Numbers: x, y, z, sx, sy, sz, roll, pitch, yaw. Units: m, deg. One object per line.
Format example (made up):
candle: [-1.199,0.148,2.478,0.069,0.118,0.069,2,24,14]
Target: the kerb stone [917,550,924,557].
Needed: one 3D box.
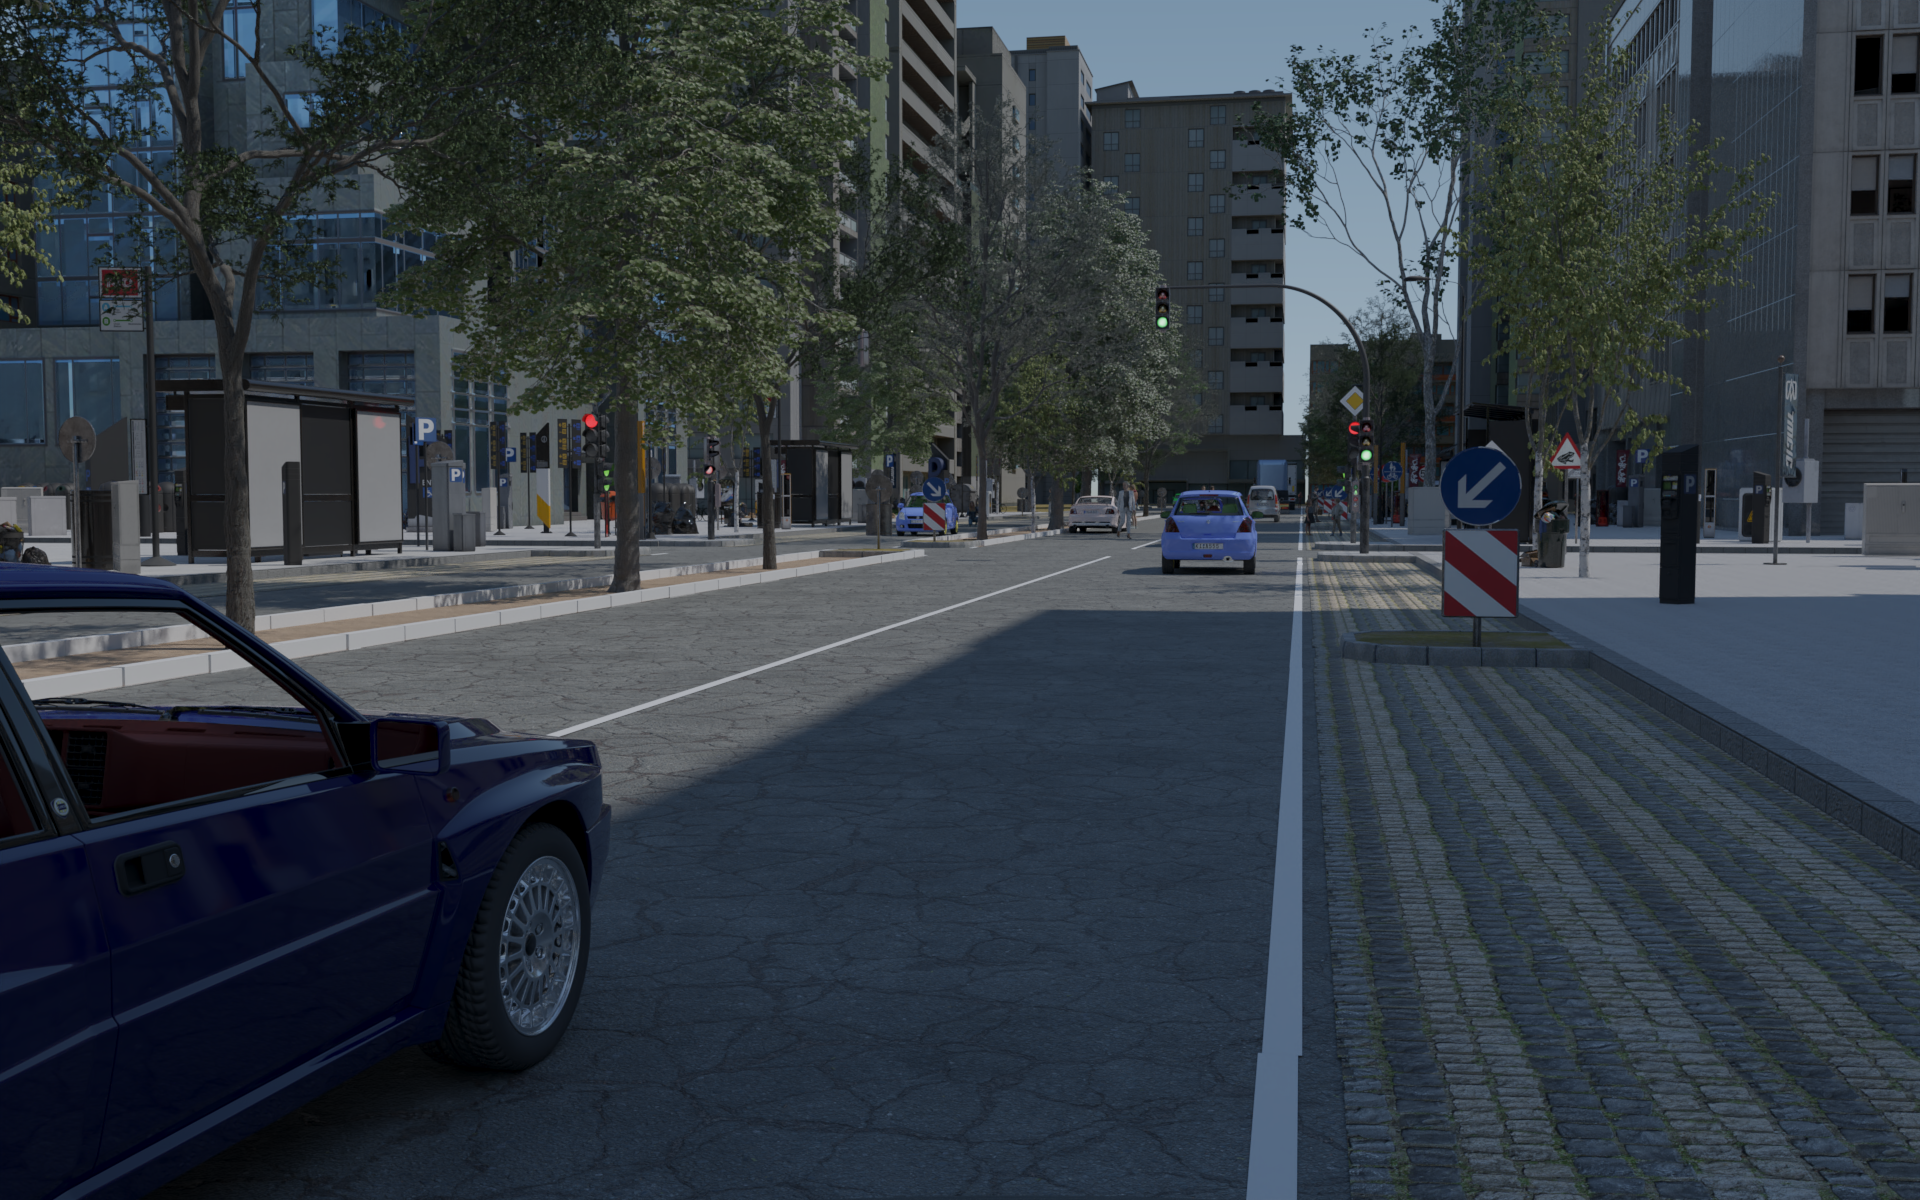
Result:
kerb stone: [-0.981,-1.057,39.476,0.120,0.150,1.000,1,4,11]

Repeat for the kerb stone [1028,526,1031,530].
kerb stone: [2.627,-2.839,68.615,0.120,0.150,1.000,1,4,11]

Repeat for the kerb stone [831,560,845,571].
kerb stone: [-2.382,-0.626,32.436,0.120,0.150,1.000,1,4,11]

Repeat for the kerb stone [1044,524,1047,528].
kerb stone: [3.428,-3.084,72.630,0.120,0.150,1.000,1,4,11]

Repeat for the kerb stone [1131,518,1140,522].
kerb stone: [9.263,-4.231,91.379,0.120,0.150,1.000,1,4,11]

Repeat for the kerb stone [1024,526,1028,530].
kerb stone: [2.433,-2.778,67.611,0.120,0.150,1.000,1,4,11]

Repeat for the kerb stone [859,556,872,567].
kerb stone: [-1.988,-0.749,34.452,0.120,0.150,1.000,1,4,11]

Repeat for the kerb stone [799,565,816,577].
kerb stone: [-2.779,-0.496,30.429,0.120,0.150,1.000,1,4,11]

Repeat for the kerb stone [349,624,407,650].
kerb stone: [-5.555,0.357,16.357,0.120,0.150,1.000,1,4,11]

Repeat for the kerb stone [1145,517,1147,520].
kerb stone: [10.059,-4.478,95.408,0.120,0.150,1.000,1,4,11]

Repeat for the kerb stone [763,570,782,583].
kerb stone: [-3.169,-0.381,28.421,0.120,0.150,1.000,1,4,11]

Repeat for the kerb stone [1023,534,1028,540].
kerb stone: [1.902,-1.953,54.128,0.120,0.150,1.000,1,4,11]

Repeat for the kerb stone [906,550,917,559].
kerb stone: [-1.186,-0.992,38.470,0.120,0.150,1.000,1,4,11]

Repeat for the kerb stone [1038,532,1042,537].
kerb stone: [2.500,-2.139,57.162,0.120,0.150,1.000,1,4,11]

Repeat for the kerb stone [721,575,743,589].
kerb stone: [-3.572,-0.258,26.417,0.120,0.150,1.000,1,4,11]

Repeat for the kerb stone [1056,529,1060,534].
kerb stone: [3.300,-2.383,61.190,0.120,0.150,1.000,1,4,11]

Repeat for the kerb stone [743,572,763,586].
kerb stone: [-3.373,-0.320,27.420,0.120,0.150,1.000,1,4,11]

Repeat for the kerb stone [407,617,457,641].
kerb stone: [-5.361,0.295,17.364,0.120,0.150,1.000,1,4,11]

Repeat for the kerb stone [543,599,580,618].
kerb stone: [-4.769,0.111,20.381,0.120,0.150,1.000,1,4,11]

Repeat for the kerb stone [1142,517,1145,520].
kerb stone: [9.864,-4.416,94.395,0.120,0.150,1.000,1,4,11]

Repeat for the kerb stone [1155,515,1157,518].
kerb stone: [11.263,-4.844,101.429,0.120,0.150,1.000,1,4,11]

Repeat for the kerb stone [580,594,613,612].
kerb stone: [-4.569,0.051,21.392,0.120,0.150,1.000,1,4,11]

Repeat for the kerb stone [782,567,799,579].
kerb stone: [-2.984,-0.441,29.428,0.120,0.150,1.000,1,4,11]

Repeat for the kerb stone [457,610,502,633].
kerb stone: [-5.165,0.238,18.367,0.120,0.150,1.000,1,4,11]

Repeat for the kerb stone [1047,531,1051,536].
kerb stone: [2.902,-2.262,59.184,0.120,0.150,1.000,1,4,11]

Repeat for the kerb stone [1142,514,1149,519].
kerb stone: [10.263,-4.539,96.410,0.120,0.150,1.000,1,4,11]

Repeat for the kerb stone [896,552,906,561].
kerb stone: [-1.386,-0.933,37.466,0.120,0.150,1.000,1,4,11]

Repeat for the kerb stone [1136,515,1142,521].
kerb stone: [9.476,-4.293,92.379,0.120,0.150,1.000,1,4,11]

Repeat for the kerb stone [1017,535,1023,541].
kerb stone: [1.707,-1.892,53.124,0.120,0.150,1.000,1,4,11]

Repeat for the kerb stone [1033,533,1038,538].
kerb stone: [2.305,-2.074,56.142,0.120,0.150,1.000,1,4,11]

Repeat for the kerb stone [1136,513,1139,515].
kerb stone: [11.371,-5.542,112.855,0.120,0.150,1.000,1,4,11]

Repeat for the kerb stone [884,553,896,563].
kerb stone: [-1.585,-0.873,36.463,0.120,0.150,1.000,1,4,11]

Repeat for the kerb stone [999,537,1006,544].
kerb stone: [1.104,-1.707,50.097,0.120,0.150,1.000,1,4,11]

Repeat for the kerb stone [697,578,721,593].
kerb stone: [-3.771,-0.196,25.411,0.120,0.150,1.000,1,4,11]

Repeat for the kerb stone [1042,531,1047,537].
kerb stone: [2.706,-2.198,58.164,0.120,0.150,1.000,1,4,11]

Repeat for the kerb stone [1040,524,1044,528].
kerb stone: [3.223,-3.017,71.624,0.120,0.150,1.000,1,4,11]

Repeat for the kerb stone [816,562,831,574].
kerb stone: [-2.582,-0.559,31.434,0.120,0.150,1.000,1,4,11]

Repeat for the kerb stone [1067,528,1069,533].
kerb stone: [3.907,-2.570,64.211,0.120,0.150,1.000,1,4,11]

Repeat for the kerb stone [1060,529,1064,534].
kerb stone: [3.500,-2.445,62.192,0.120,0.150,1.000,1,4,11]

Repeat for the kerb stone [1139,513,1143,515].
kerb stone: [12.175,-5.788,116.880,0.120,0.150,1.000,1,4,11]

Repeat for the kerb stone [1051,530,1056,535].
kerb stone: [3.111,-2.321,60.185,0.120,0.150,1.000,1,4,11]

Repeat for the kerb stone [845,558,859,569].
kerb stone: [-2.179,-0.688,33.448,0.120,0.150,1.000,1,4,11]

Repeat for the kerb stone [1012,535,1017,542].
kerb stone: [1.504,-1.829,52.118,0.120,0.150,1.000,1,4,11]

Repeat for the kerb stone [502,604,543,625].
kerb stone: [-4.963,0.173,19.369,0.120,0.150,1.000,1,4,11]

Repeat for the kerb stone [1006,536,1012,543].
kerb stone: [1.308,-1.764,51.115,0.120,0.150,1.000,1,4,11]

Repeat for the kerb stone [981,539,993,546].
kerb stone: [0.709,-1.583,48.089,0.120,0.150,1.000,1,4,11]

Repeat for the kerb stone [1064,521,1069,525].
kerb stone: [5.010,-3.578,80.688,0.120,0.150,1.000,1,4,11]

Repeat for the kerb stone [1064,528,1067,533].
kerb stone: [3.703,-2.508,63.209,0.120,0.150,1.000,1,4,11]

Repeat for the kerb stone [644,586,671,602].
kerb stone: [-4.171,-0.074,23.403,0.120,0.150,1.000,1,4,11]

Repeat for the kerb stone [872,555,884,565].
kerb stone: [-1.794,-0.811,35.463,0.120,0.150,1.000,1,4,11]

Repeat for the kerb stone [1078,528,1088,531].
kerb stone: [4.883,-2.875,69.241,0.120,0.150,1.000,1,4,11]

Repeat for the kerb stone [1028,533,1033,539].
kerb stone: [2.107,-2.015,55.139,0.120,0.150,1.000,1,4,11]

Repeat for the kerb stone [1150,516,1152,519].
kerb stone: [10.661,-4.656,98.417,0.120,0.150,1.000,1,4,11]

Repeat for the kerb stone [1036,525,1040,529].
kerb stone: [3.023,-2.962,70.621,0.120,0.150,1.000,1,4,11]

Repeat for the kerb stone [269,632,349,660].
kerb stone: [-5.769,0.418,15.357,0.120,0.150,1.000,1,4,11]

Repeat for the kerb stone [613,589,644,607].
kerb stone: [-4.366,-0.012,22.394,0.120,0.150,1.000,1,4,11]

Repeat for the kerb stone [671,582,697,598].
kerb stone: [-3.967,-0.135,24.404,0.120,0.150,1.000,1,4,11]

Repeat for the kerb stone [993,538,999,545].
kerb stone: [0.903,-1.645,49.094,0.120,0.150,1.000,1,4,11]

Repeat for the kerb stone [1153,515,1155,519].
kerb stone: [11.060,-4.785,100.424,0.120,0.150,1.000,1,4,11]
